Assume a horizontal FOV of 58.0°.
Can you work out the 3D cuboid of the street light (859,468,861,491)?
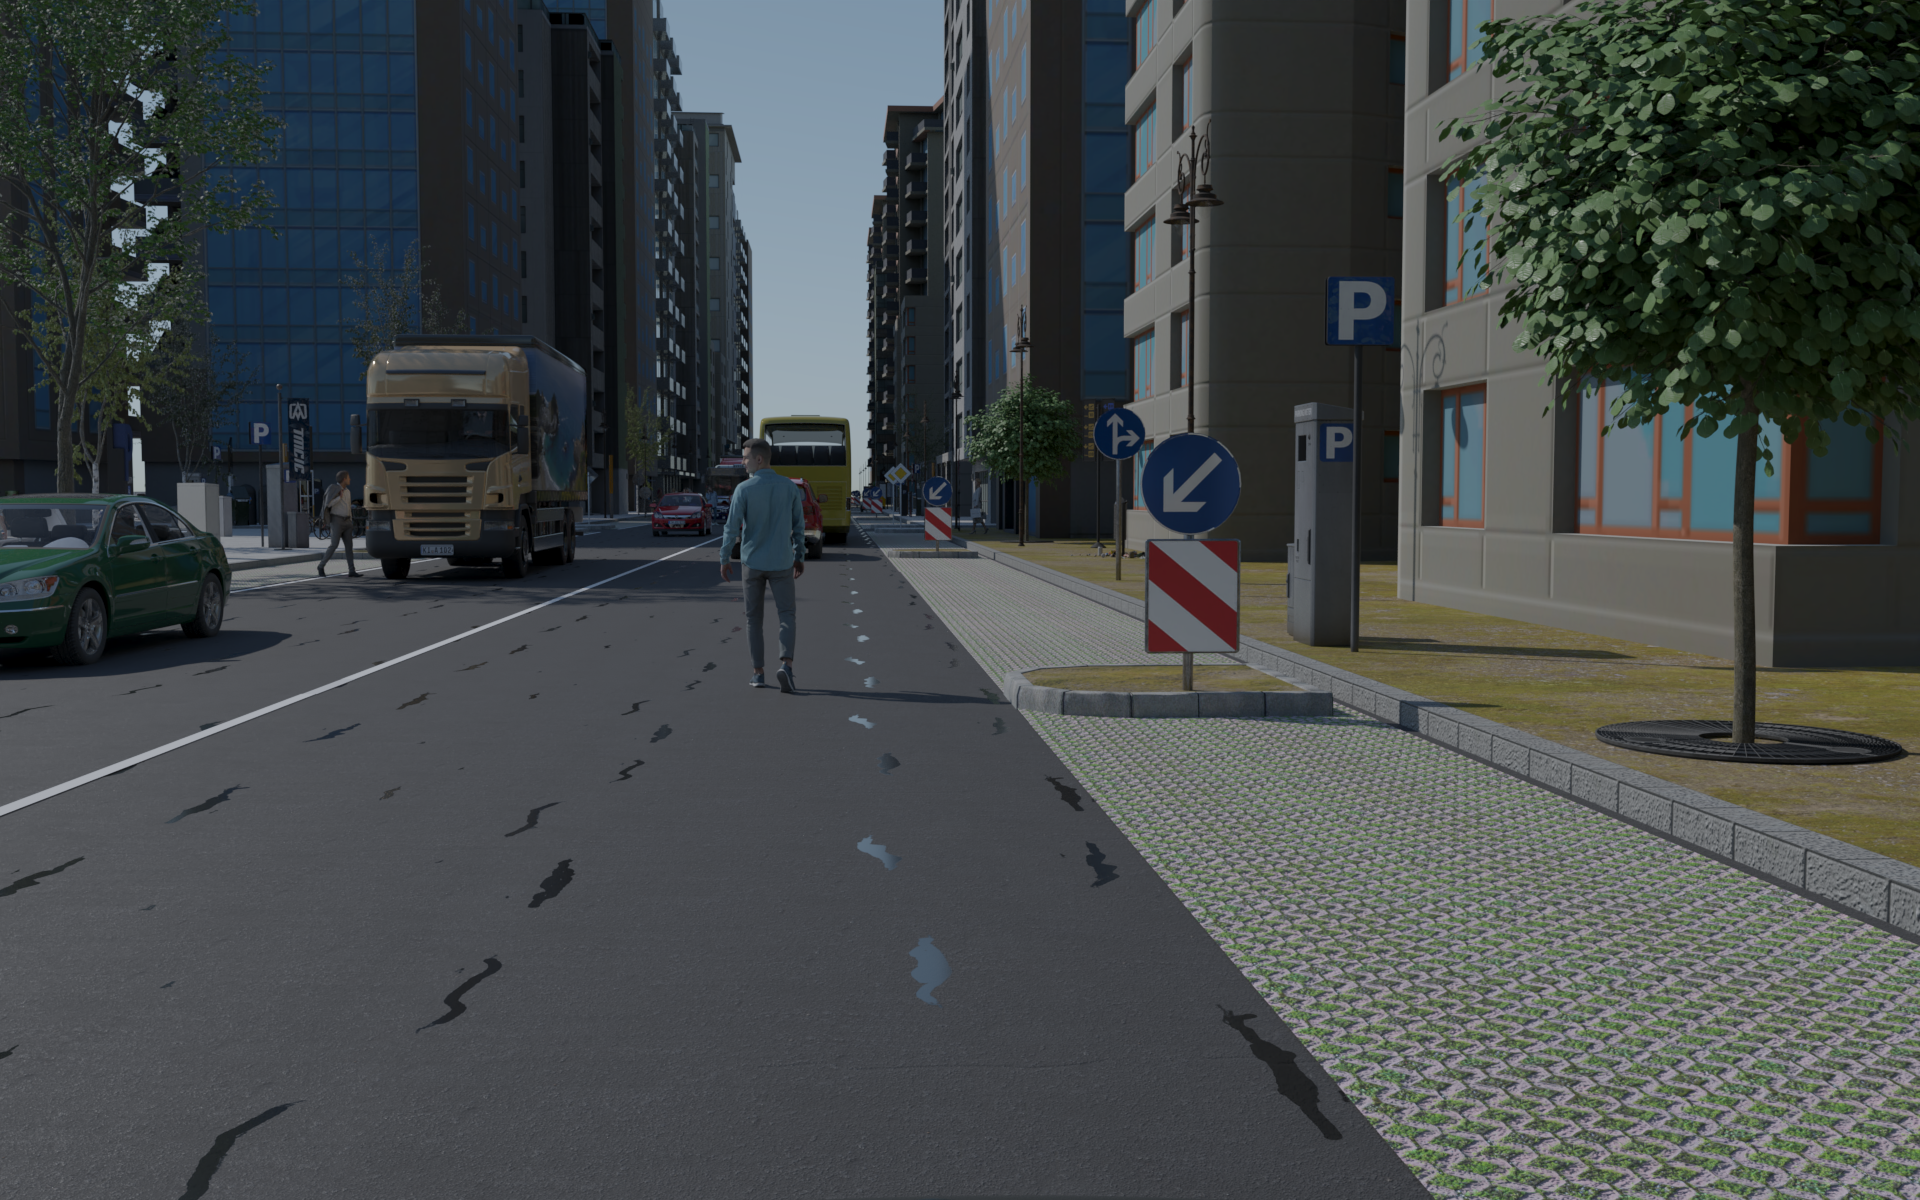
[{"bbox_3d":[-14.775,-17.875,265.039,0.468,5.910,1.993,0,4,-4],"label":"street light"}]

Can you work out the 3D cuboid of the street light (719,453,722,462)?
[{"bbox_3d":[-26.021,-13.223,188.985,0.468,5.910,1.993,0,4,-4],"label":"street light"}]

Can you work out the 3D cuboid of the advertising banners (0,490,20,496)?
[{"bbox_3d":[-47.795,-5.500,86.113,2.074,3.025,0.090,0,4,-1],"label":"advertising banners"}]

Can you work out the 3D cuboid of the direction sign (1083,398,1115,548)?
[{"bbox_3d":[3.294,-3.005,41.133,0.876,3.537,0.379,3,4,36],"label":"direction sign"}]

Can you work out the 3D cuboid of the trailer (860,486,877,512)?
[{"bbox_3d":[-6.466,-7.205,124.854,1.471,1.999,3.904,0,4,-4],"label":"trailer"}]

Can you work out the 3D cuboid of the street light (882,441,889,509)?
[{"bbox_3d":[-6.176,-10.657,147.031,0.468,5.910,1.993,0,4,-4],"label":"street light"}]

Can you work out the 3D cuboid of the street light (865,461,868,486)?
[{"bbox_3d":[-11.755,-15.292,222.815,0.468,5.910,1.993,0,4,-4],"label":"street light"}]

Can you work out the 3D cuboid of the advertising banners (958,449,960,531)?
[{"bbox_3d":[-0.029,-3.918,60.252,0.090,3.025,2.074,0,4,0],"label":"advertising banners"}]

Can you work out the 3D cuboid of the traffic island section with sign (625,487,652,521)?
[{"bbox_3d":[-16.954,-5.185,93.400,1.989,1.847,2.006,0,4,-4],"label":"traffic island section with sign"}]

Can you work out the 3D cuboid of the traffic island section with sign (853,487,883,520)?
[{"bbox_3d":[-4.684,-5.260,94.636,1.989,1.847,2.006,0,4,-4],"label":"traffic island section with sign"}]

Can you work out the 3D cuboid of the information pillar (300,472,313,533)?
[{"bbox_3d":[-21.642,-3.233,57.357,0.304,2.012,0.304,0,4,7],"label":"information pillar"}]

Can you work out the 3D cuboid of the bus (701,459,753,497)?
[{"bbox_3d":[-13.917,-6.734,104.965,2.948,3.499,13.247,0,4,-6],"label":"bus"}]

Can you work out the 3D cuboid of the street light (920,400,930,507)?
[{"bbox_3d":[-1.704,-6.852,84.825,0.468,5.910,1.993,0,4,-4],"label":"street light"}]

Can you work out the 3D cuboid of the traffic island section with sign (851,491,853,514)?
[{"bbox_3d":[-6.656,-6.905,121.519,1.989,1.847,2.006,0,4,-4],"label":"traffic island section with sign"}]

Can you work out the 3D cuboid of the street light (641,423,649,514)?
[{"bbox_3d":[-20.449,-8.545,112.504,0.468,5.910,1.993,0,4,-4],"label":"street light"}]

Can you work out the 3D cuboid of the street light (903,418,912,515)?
[{"bbox_3d":[-3.206,-8.129,105.704,0.468,5.910,1.993,0,4,-4],"label":"street light"}]

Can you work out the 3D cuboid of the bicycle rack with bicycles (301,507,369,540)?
[{"bbox_3d":[-18.002,-2.232,49.871,2.852,0.926,2.925,2,4,35],"label":"bicycle rack with bicycles"}]

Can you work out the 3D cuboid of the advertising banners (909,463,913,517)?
[{"bbox_3d":[-2.747,-6.174,97.129,0.090,3.025,2.074,0,4,-7],"label":"advertising banners"}]

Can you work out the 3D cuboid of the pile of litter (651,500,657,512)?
[{"bbox_3d":[-21.791,-6.611,122.047,1.176,0.858,1.719,-2,4,-29],"label":"pile of litter"}]

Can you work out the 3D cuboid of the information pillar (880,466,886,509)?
[{"bbox_3d":[-6.422,-9.353,144.282,0.504,3.616,0.183,1,4,12],"label":"information pillar"}]

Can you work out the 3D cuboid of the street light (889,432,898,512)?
[{"bbox_3d":[-4.738,-9.405,126.560,0.468,5.910,1.993,0,4,-4],"label":"street light"}]

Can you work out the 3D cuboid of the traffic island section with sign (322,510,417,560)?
[{"bbox_3d":[-12.962,-1.834,38.617,1.989,1.847,2.006,0,4,-4],"label":"traffic island section with sign"}]

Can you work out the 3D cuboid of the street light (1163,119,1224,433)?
[{"bbox_3d":[2.923,-3.003,21.883,0.468,5.910,1.993,0,4,-4],"label":"street light"}]

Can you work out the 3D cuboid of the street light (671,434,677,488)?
[{"bbox_3d":[-21.903,-9.797,132.973,0.468,5.910,1.993,0,4,-4],"label":"street light"}]

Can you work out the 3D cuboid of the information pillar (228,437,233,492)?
[{"bbox_3d":[-29.776,-4.855,70.736,0.183,3.616,0.504,-1,4,-10],"label":"information pillar"}]

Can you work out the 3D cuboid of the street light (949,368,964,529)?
[{"bbox_3d":[-0.132,-5.556,63.625,0.468,5.910,1.993,0,4,-4],"label":"street light"}]

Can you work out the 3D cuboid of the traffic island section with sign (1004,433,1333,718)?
[{"bbox_3d":[1.335,-0.205,11.979,1.989,1.847,2.006,0,4,-4],"label":"traffic island section with sign"}]

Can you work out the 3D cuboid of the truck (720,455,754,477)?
[{"bbox_3d":[-16.257,-8.465,127.320,2.839,4.237,11.283,0,4,-4],"label":"truck"}]

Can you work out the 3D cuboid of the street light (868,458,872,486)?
[{"bbox_3d":[-10.231,-14.039,202.323,0.468,5.910,1.993,0,4,-4],"label":"street light"}]

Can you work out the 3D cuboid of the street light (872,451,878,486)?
[{"bbox_3d":[-8.737,-12.787,181.856,0.468,5.910,1.993,0,4,-4],"label":"street light"}]

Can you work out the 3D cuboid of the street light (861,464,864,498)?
[{"bbox_3d":[-13.278,-16.579,243.858,0.468,5.910,1.993,0,4,-4],"label":"street light"}]

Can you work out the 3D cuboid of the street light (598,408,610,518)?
[{"bbox_3d":[-18.859,-7.286,91.919,0.468,5.910,1.993,0,4,-4],"label":"street light"}]

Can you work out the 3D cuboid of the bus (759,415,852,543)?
[{"bbox_3d":[-4.717,-3.778,53.321,2.896,3.916,12.252,0,4,-5],"label":"bus"}]

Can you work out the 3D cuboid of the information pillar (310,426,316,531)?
[{"bbox_3d":[-22.433,-4.187,59.813,0.183,3.616,0.504,-2,4,-35],"label":"information pillar"}]

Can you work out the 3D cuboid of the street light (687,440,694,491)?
[{"bbox_3d":[-22.961,-10.704,147.805,0.468,5.910,1.993,0,4,-4],"label":"street light"}]

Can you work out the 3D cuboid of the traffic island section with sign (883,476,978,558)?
[{"bbox_3d":[-0.657,-1.877,39.312,1.989,1.847,2.006,0,4,-4],"label":"traffic island section with sign"}]

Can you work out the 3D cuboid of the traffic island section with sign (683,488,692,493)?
[{"bbox_3d":[-18.923,-6.841,120.477,1.989,1.847,2.006,0,4,-4],"label":"traffic island section with sign"}]

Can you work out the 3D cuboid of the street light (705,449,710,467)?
[{"bbox_3d":[-24.498,-11.971,168.521,0.468,5.910,1.993,0,4,-4],"label":"street light"}]

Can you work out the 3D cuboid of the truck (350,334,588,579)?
[{"bbox_3d":[-8.924,-2.682,32.771,2.839,4.237,11.283,0,4,-6],"label":"truck"}]

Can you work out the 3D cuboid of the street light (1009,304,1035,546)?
[{"bbox_3d":[1.507,-4.255,42.354,0.468,5.910,1.993,0,4,-4],"label":"street light"}]
